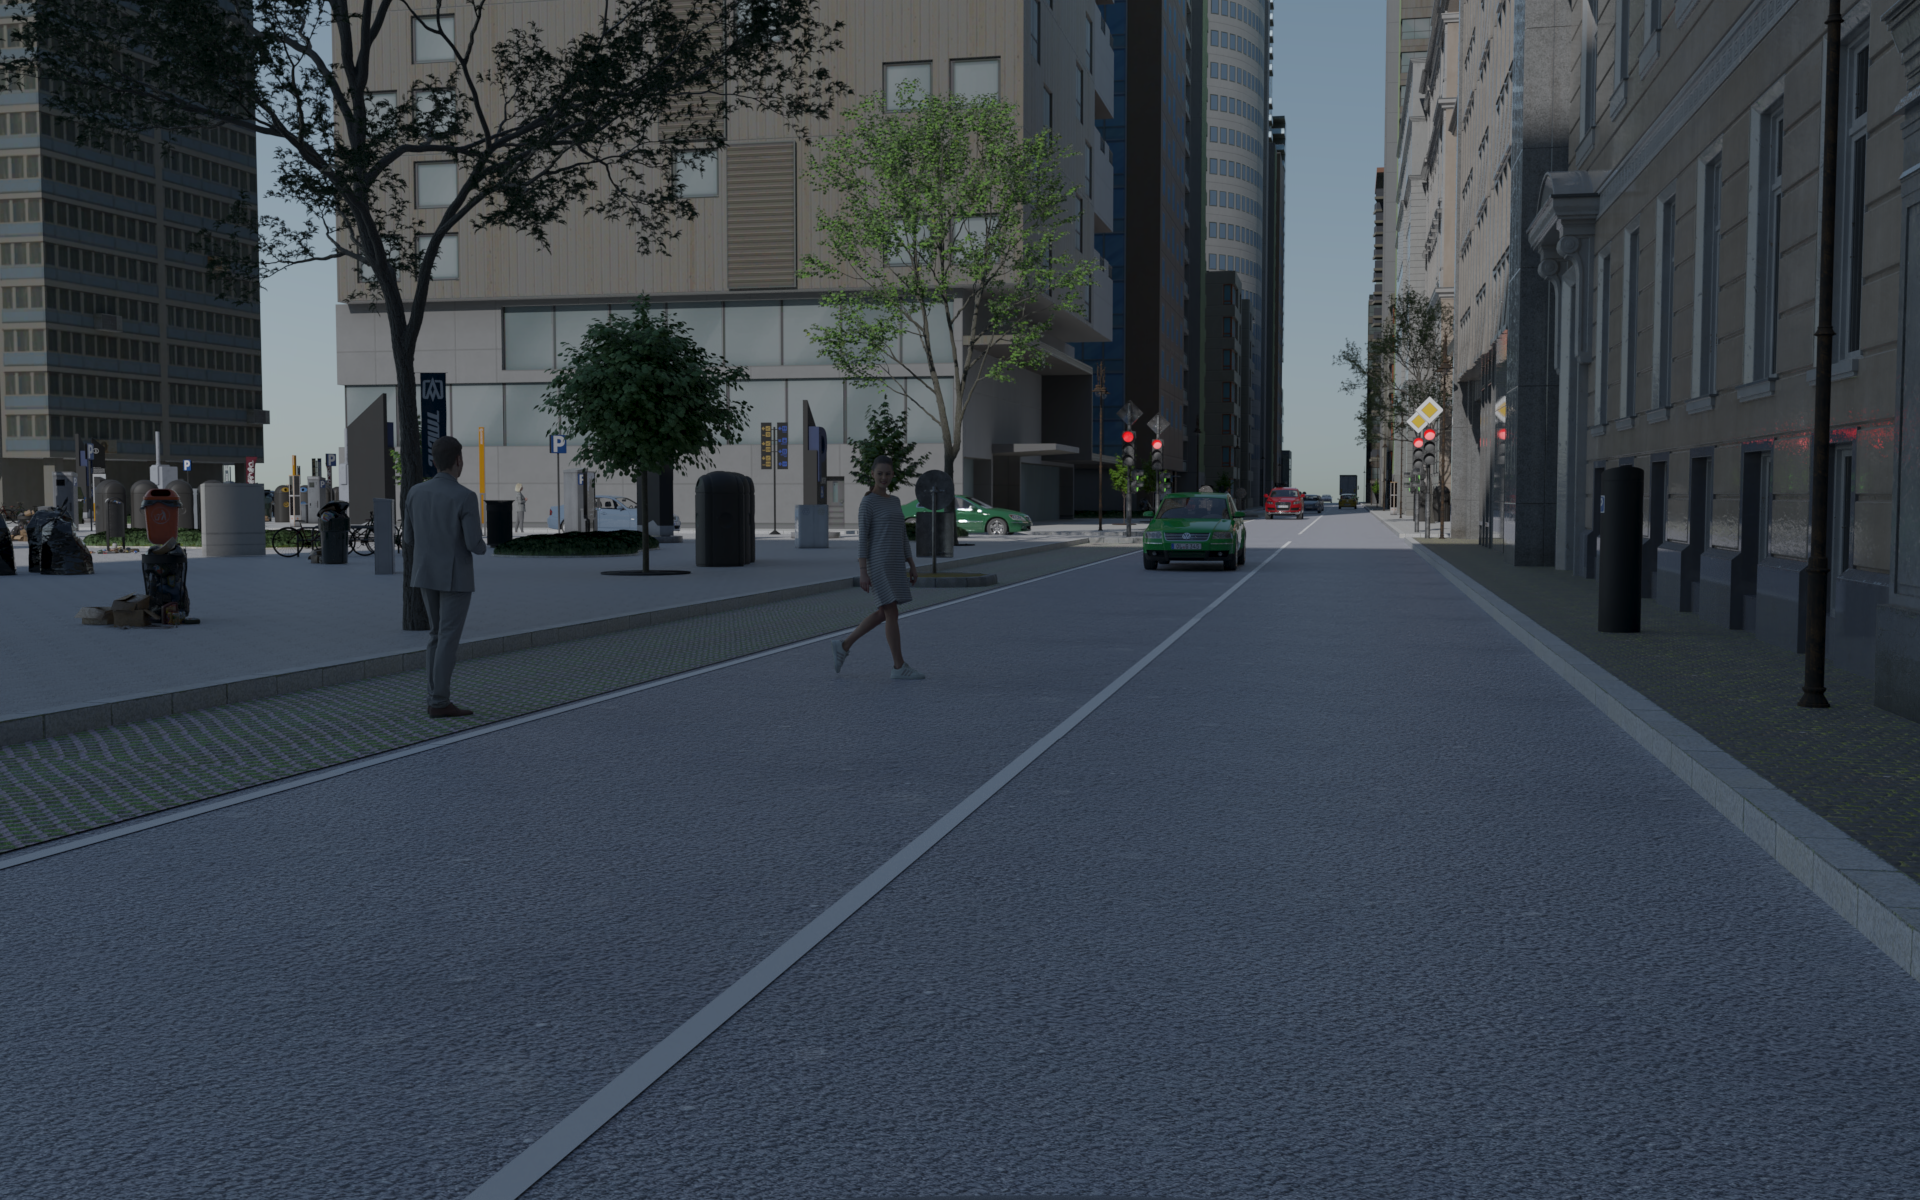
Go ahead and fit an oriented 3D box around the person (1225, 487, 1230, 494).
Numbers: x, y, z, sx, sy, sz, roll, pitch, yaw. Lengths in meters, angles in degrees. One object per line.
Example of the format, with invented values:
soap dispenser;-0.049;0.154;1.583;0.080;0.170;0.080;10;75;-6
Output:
person;15.193;-5.558;99.214;0.795;1.843;0.661;1;4;16

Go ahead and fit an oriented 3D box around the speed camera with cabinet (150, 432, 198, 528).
speed camera with cabinet;-24.763;-3.696;54.763;2.038;3.252;0.660;2;4;34

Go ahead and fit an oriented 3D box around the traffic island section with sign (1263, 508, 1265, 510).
traffic island section with sign;28.387;-9.020;156.102;1.989;1.847;2.006;1;4;13

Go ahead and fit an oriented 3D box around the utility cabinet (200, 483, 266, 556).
utility cabinet;-14.914;-1.643;35.541;1.173;1.500;0.318;-3;5;-39

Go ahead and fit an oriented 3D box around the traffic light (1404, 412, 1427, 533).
traffic light;15.225;-4.206;57.688;0.839;4.253;0.868;1;4;13

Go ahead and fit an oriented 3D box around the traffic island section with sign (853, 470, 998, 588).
traffic island section with sign;-0.471;-1.142;27.293;1.989;1.847;2.006;1;4;13

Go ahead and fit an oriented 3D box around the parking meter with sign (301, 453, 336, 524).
parking meter with sign;-27.762;-4.802;74.768;1.738;3.016;0.543;2;4;24

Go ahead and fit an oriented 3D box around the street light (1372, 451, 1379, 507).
street light;40.051;-11.826;166.145;0.468;5.910;1.993;1;4;13

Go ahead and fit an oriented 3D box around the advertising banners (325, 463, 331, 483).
advertising banners;-35.059;-6.199;97.549;0.090;3.025;2.074;1;4;17

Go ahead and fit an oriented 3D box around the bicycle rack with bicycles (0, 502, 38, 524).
bicycle rack with bicycles;-41.202;-3.773;75.077;2.925;0.926;2.852;-2;4;-33

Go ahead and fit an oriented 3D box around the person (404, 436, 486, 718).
person;-3.256;-0.152;11.178;0.606;1.804;0.583;1;4;20

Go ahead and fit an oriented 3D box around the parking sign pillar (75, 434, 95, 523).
parking sign pillar;-39.430;-5.486;78.175;1.447;3.967;1.447;0;4;-8

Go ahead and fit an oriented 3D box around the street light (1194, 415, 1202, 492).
street light;13.659;-7.756;99.595;0.468;5.910;1.993;1;4;13

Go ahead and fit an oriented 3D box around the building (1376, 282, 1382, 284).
building;75.805;-39.675;268.296;23.786;49.044;30.456;1;4;13

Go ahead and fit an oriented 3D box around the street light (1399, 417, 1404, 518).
street light;23.260;-7.244;91.223;0.468;5.910;1.993;1;4;13

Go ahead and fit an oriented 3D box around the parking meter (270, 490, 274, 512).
parking meter;-48.720;-6.989;122.685;0.372;1.533;0.369;0;3;0

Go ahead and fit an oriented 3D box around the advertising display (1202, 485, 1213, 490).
advertising display;17.448;-7.165;122.366;0.974;1.923;0.123;3;5;43

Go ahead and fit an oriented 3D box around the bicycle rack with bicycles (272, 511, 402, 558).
bicycle rack with bicycles;-12.616;-1.396;36.202;2.925;0.926;2.852;-1;4;-10

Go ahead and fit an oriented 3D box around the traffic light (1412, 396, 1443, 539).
traffic light;13.479;-3.729;49.895;0.839;4.253;0.868;1;4;13

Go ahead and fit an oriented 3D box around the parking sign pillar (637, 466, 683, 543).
parking sign pillar;-8.044;-3.495;45.615;1.447;3.967;1.447;-3;4;-37

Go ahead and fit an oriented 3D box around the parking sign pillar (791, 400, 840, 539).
parking sign pillar;-4.199;-3.777;50.222;1.447;3.967;1.447;1;4;8

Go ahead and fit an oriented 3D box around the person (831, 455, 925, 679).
person;-0.644;-0.257;13.455;0.760;1.731;0.466;0;4;6

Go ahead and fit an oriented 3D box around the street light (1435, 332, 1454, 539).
street light;13.809;-4.689;49.450;0.468;5.910;1.993;1;4;13

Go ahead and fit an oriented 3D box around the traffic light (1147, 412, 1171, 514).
traffic light;6.817;-4.320;59.548;0.839;4.253;0.868;1;4;13

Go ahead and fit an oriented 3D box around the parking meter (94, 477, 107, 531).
parking meter;-28.749;-3.197;57.980;0.399;1.863;0.255;2;4;30

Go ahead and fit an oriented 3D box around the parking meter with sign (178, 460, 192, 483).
parking meter with sign;-39.707;-5.583;87.544;0.543;3.016;1.738;2;4;27

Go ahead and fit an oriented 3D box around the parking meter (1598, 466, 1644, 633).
parking meter;6.153;-0.472;16.121;0.372;1.533;0.369;0;3;0

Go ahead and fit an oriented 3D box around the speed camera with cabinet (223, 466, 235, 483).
speed camera with cabinet;-52.800;-7.913;123.721;2.038;3.252;0.660;1;4;18

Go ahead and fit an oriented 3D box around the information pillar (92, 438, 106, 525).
information pillar;-35.513;-4.898;71.439;0.504;3.616;0.183;-2;4;-26

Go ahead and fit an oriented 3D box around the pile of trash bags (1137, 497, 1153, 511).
pile of trash bags;11.034;-5.074;92.710;3.447;1.369;1.912;2;4;28

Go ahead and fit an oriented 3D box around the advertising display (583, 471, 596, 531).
advertising display;-10.420;-2.660;48.712;0.123;1.923;0.974;0;4;1

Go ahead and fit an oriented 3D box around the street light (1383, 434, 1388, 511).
street light;31.972;-9.641;130.411;0.468;5.910;1.993;1;4;13

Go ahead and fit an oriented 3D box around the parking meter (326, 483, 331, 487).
parking meter;-32.811;-5.154;89.981;0.255;1.863;0.399;1;4;10

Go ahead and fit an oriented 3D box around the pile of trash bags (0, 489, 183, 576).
pile of trash bags;-14.484;-1.122;28.103;3.447;1.369;1.912;-1;4;-21

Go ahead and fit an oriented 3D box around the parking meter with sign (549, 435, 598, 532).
parking meter with sign;-11.182;-3.308;50.353;1.738;3.016;0.543;3;5;42

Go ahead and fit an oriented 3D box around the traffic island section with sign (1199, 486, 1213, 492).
traffic island section with sign;11.510;-4.414;80.798;1.989;1.847;2.006;1;4;13

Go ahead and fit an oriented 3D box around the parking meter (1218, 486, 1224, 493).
parking meter;18.179;-7.024;120.550;0.255;1.863;0.399;-2;4;-23

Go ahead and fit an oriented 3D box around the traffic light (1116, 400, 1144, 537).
traffic light;5.071;-3.843;51.756;0.839;4.253;0.868;1;4;13

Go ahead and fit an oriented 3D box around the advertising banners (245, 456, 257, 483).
advertising banners;-33.600;-5.141;80.247;2.074;3.025;0.090;-3;4;-38

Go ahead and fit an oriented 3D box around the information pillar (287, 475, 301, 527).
information pillar;-25.681;-3.816;66.883;0.304;2.012;0.304;2;4;35

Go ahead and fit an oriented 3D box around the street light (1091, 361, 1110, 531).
street light;4.916;-5.362;60.453;0.468;5.910;1.993;1;4;13

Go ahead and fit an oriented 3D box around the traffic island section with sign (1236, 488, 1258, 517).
traffic island section with sign;17.494;-6.046;107.485;1.989;1.847;2.006;1;4;13

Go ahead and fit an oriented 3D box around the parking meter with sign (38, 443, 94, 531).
parking meter with sign;-30.839;-3.879;59.690;1.738;3.016;0.543;0;4;-6

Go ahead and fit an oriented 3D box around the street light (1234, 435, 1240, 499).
street light;21.604;-9.918;134.947;0.468;5.910;1.993;1;4;13

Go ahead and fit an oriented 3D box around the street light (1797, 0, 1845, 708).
street light;5.159;-2.294;10.287;0.468;5.910;1.993;1;4;13

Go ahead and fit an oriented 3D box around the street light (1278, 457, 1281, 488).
street light;39.842;-14.880;216.074;0.468;5.910;1.993;1;4;13

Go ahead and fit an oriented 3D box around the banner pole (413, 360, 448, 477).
banner pole;-9.688;-2.531;31.394;0.863;3.779;0.401;0;4;-1

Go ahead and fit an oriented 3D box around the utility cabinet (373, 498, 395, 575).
utility cabinet;-9.315;-1.034;28.061;0.306;1.237;1.020;-1;4;-16

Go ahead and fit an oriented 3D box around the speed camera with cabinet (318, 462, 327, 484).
speed camera with cabinet;-39.242;-6.820;105.844;0.660;3.252;2.038;0;4;5

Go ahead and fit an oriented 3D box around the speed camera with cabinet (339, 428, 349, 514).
speed camera with cabinet;-17.844;-3.522;51.919;2.038;3.252;0.660;3;5;41

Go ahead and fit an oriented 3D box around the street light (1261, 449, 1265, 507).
street light;30.429;-12.311;174.071;0.468;5.910;1.993;1;4;13

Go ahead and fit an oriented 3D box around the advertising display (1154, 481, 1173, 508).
advertising display;10.213;-5.004;87.034;0.974;1.923;0.123;2;4;28

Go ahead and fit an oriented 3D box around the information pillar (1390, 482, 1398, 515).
information pillar;26.468;-6.186;105.631;0.304;2.012;0.304;-2;4;-34

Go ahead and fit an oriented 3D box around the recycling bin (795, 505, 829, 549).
recycling bin;-3.526;-1.750;41.161;0.722;1.027;0.722;-1;4;-13

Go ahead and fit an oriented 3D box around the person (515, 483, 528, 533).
person;-14.709;-3.025;58.149;0.526;1.800;0.537;0;4;-4

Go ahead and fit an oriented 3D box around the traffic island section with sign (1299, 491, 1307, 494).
traffic island section with sign;52.606;-15.632;264.202;1.989;1.847;2.006;1;4;13

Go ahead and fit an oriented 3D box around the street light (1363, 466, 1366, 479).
street light;58.240;-16.789;247.283;0.468;5.910;1.993;1;4;13

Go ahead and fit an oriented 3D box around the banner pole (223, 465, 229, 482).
banner pole;-53.323;-8.305;125.800;0.863;3.779;0.401;3;4;37

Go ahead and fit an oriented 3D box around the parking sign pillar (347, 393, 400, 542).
parking sign pillar;-15.872;-3.563;46.723;1.447;3.967;1.447;2;4;25

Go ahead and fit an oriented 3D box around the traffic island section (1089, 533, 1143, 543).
traffic island section;5.035;-1.811;51.899;2.009;0.180;2.903;1;4;13
